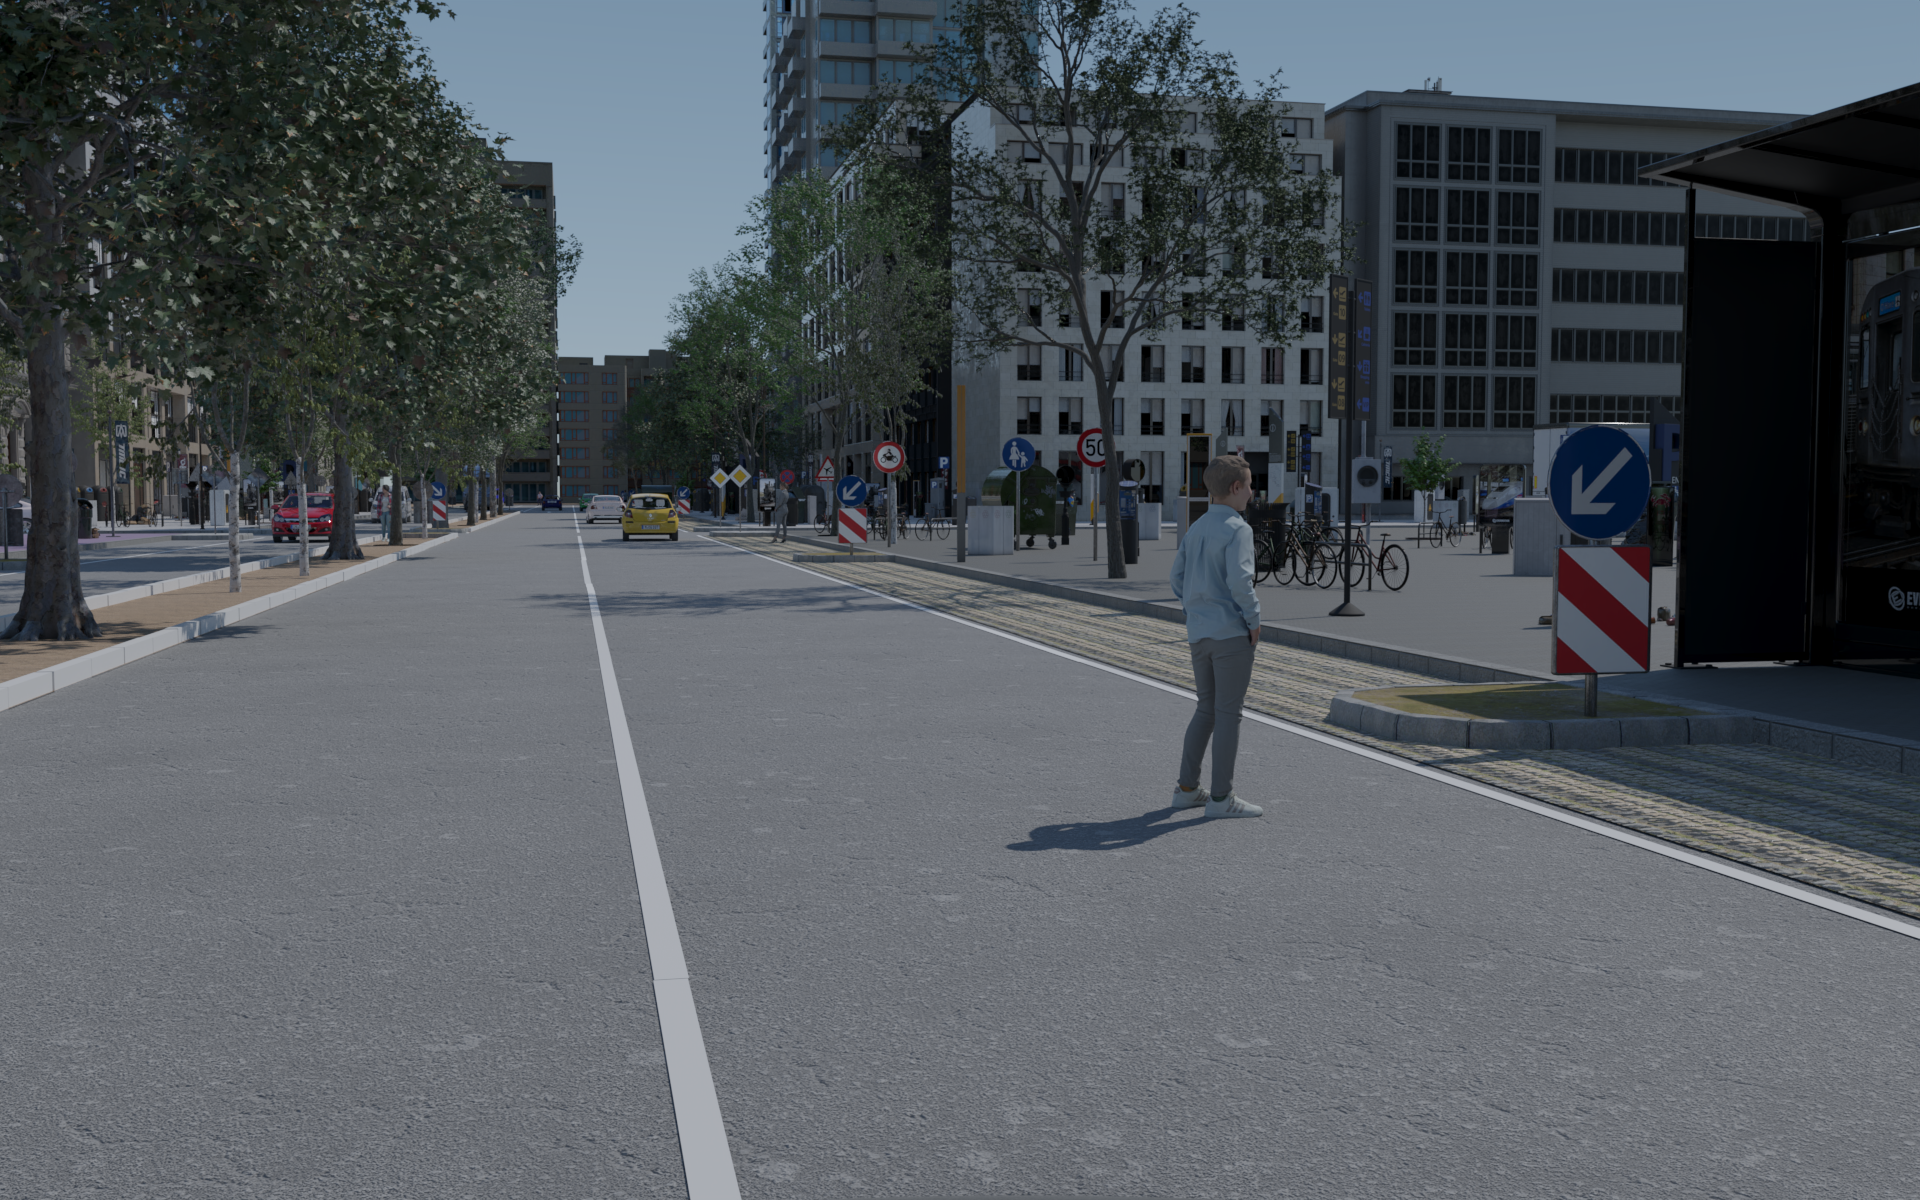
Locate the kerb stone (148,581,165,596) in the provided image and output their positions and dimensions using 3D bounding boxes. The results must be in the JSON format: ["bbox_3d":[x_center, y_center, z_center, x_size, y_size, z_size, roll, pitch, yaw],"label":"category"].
[{"bbox_3d":[-11.475,-0.138,24.535,0.120,0.150,1.000,-1,4,-13],"label":"kerb stone"}]

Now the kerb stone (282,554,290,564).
[{"bbox_3d":[-13.946,-0.816,35.539,0.120,0.150,1.000,-1,4,-13],"label":"kerb stone"}]

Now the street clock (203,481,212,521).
[{"bbox_3d":[-36.187,-4.814,83.283,0.358,2.002,0.471,3,4,36],"label":"street clock"}]

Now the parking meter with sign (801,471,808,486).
[{"bbox_3d":[-11.953,-8.311,132.143,0.543,3.016,1.738,0,4,1],"label":"parking meter with sign"}]

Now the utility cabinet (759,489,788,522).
[{"bbox_3d":[-8.518,-4.333,79.525,1.173,1.500,0.318,-1,4,-18],"label":"utility cabinet"}]

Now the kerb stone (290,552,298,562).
[{"bbox_3d":[-14.161,-0.875,36.541,0.120,0.150,1.000,-1,4,-13],"label":"kerb stone"}]

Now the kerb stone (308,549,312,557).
[{"bbox_3d":[-14.622,-0.999,38.545,0.120,0.150,1.000,-1,4,-13],"label":"kerb stone"}]

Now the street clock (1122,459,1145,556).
[{"bbox_3d":[3.569,-1.899,35.621,0.471,2.002,0.358,-3,5,-42],"label":"street clock"}]

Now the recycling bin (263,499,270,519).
[{"bbox_3d":[-36.003,-4.786,90.797,0.722,1.027,0.722,3,4,38],"label":"recycling bin"}]

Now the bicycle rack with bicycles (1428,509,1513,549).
[{"bbox_3d":[12.224,-1.697,41.123,2.852,0.926,2.925,2,4,34],"label":"bicycle rack with bicycles"}]

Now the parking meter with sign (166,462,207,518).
[{"bbox_3d":[-41.979,-5.969,93.850,1.738,3.016,0.543,-3,5,-45],"label":"parking meter with sign"}]

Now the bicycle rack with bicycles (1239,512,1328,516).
[{"bbox_3d":[6.846,-1.320,34.971,2.852,0.926,2.925,-2,4,-27],"label":"bicycle rack with bicycles"}]

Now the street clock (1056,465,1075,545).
[{"bbox_3d":[2.659,-2.393,43.696,0.471,2.002,0.358,0,4,-2],"label":"street clock"}]

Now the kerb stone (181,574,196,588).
[{"bbox_3d":[-11.915,-0.265,26.536,0.120,0.150,1.000,-1,4,-13],"label":"kerb stone"}]

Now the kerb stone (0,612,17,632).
[{"bbox_3d":[-10.123,0.226,18.538,0.120,0.150,1.000,-1,4,-13],"label":"kerb stone"}]

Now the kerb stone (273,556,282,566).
[{"bbox_3d":[-13.718,-0.750,34.543,0.120,0.150,1.000,-1,4,-13],"label":"kerb stone"}]

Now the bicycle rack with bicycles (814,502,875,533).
[{"bbox_3d":[-3.071,-2.639,56.525,2.852,0.926,2.925,-3,4,-36],"label":"bicycle rack with bicycles"}]

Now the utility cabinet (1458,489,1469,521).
[{"bbox_3d":[24.048,-4.533,82.798,0.318,1.500,1.173,0,4,4],"label":"utility cabinet"}]

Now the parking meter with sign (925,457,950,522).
[{"bbox_3d":[-1.079,-5.142,80.333,0.543,3.016,1.738,2,4,25],"label":"parking meter with sign"}]

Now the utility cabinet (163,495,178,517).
[{"bbox_3d":[-44.956,-5.360,98.792,1.020,1.237,0.306,1,4,15],"label":"utility cabinet"}]

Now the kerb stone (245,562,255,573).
[{"bbox_3d":[-13.048,-0.572,31.550,0.120,0.150,1.000,-1,4,-13],"label":"kerb stone"}]

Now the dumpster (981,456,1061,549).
[{"bbox_3d":[1.453,-2.347,40.867,1.502,2.255,1.985,-1,4,-13],"label":"dumpster"}]

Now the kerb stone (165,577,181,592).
[{"bbox_3d":[-11.694,-0.204,25.538,0.120,0.150,1.000,-1,4,-13],"label":"kerb stone"}]

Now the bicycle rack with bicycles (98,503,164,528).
[{"bbox_3d":[-32.157,-3.304,67.395,2.852,0.926,2.925,-1,4,-22],"label":"bicycle rack with bicycles"}]

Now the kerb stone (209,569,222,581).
[{"bbox_3d":[-12.370,-0.388,28.547,0.120,0.150,1.000,-1,4,-13],"label":"kerb stone"}]

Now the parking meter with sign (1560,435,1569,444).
[{"bbox_3d":[18.317,-3.376,51.451,0.543,3.016,1.738,2,4,34],"label":"parking meter with sign"}]

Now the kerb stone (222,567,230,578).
[{"bbox_3d":[-12.595,-0.447,29.544,0.120,0.150,1.000,-1,4,-13],"label":"kerb stone"}]

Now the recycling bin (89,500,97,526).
[{"bbox_3d":[-34.697,-3.427,68.582,0.722,1.027,0.722,0,4,3],"label":"recycling bin"}]

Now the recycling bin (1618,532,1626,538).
[{"bbox_3d":[19.672,-2.380,51.466,0.722,1.027,0.722,-2,4,-32],"label":"recycling bin"}]

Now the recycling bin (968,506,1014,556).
[{"bbox_3d":[0.647,-1.467,36.534,0.722,1.027,0.722,3,5,44],"label":"recycling bin"}]

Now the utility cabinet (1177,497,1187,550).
[{"bbox_3d":[5.455,-1.783,40.314,0.306,1.237,1.020,3,5,42],"label":"utility cabinet"}]

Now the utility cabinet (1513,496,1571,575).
[{"bbox_3d":[9.317,-0.997,27.456,1.020,1.237,0.306,1,4,12],"label":"utility cabinet"}]

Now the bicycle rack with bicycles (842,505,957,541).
[{"bbox_3d":[-1.392,-2.145,48.450,2.852,0.926,2.925,2,4,27],"label":"bicycle rack with bicycles"}]

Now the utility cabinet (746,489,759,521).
[{"bbox_3d":[-9.625,-4.511,82.437,1.173,1.500,0.318,2,4,32],"label":"utility cabinet"}]

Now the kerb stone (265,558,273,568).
[{"bbox_3d":[-13.505,-0.694,33.543,0.120,0.150,1.000,-1,4,-13],"label":"kerb stone"}]

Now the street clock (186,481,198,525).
[{"bbox_3d":[-31.899,-4.122,71.963,0.471,2.002,0.358,-1,4,-17],"label":"street clock"}]

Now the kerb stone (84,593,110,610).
[{"bbox_3d":[-10.796,0.040,21.537,0.120,0.150,1.000,-1,4,-13],"label":"kerb stone"}]

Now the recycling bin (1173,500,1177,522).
[{"bbox_3d":[10.293,-4.132,80.118,0.722,1.027,0.722,-1,4,-8],"label":"recycling bin"}]

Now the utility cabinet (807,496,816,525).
[{"bbox_3d":[-6.207,-3.764,72.703,0.306,1.237,1.020,-1,4,-10],"label":"utility cabinet"}]

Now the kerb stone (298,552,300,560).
[{"bbox_3d":[-14.396,-0.939,37.548,0.120,0.150,1.000,-1,4,-13],"label":"kerb stone"}]

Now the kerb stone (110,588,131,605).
[{"bbox_3d":[-11.014,-0.015,22.536,0.120,0.150,1.000,-1,4,-13],"label":"kerb stone"}]

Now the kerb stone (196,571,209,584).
[{"bbox_3d":[-12.149,-0.326,27.549,0.120,0.150,1.000,-1,4,-13],"label":"kerb stone"}]

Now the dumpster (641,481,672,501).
[{"bbox_3d":[-19.463,-6.490,111.070,1.985,2.255,1.502,-1,4,-14],"label":"dumpster"}]

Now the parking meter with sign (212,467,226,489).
[{"bbox_3d":[-47.948,-7.066,111.795,0.543,3.016,1.738,0,4,6],"label":"parking meter with sign"}]

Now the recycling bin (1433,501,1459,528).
[{"bbox_3d":[18.256,-3.214,65.095,0.722,1.027,0.722,-1,4,-14],"label":"recycling bin"}]

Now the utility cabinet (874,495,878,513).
[{"bbox_3d":[-3.866,-4.713,88.217,1.020,1.237,0.306,0,4,-4],"label":"utility cabinet"}]

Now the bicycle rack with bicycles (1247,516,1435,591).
[{"bbox_3d":[4.430,-0.634,23.748,2.852,0.926,2.925,-1,4,-15],"label":"bicycle rack with bicycles"}]

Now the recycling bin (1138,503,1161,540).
[{"bbox_3d":[5.238,-2.196,48.460,0.722,1.027,0.722,1,4,12],"label":"recycling bin"}]

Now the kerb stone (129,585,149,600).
[{"bbox_3d":[-11.248,-0.080,23.535,0.120,0.150,1.000,-1,4,-13],"label":"kerb stone"}]

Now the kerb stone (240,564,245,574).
[{"bbox_3d":[-12.812,-0.511,30.542,0.120,0.150,1.000,-1,4,-13],"label":"kerb stone"}]

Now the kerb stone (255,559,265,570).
[{"bbox_3d":[-13.267,-0.633,32.548,0.120,0.150,1.000,-1,4,-13],"label":"kerb stone"}]
